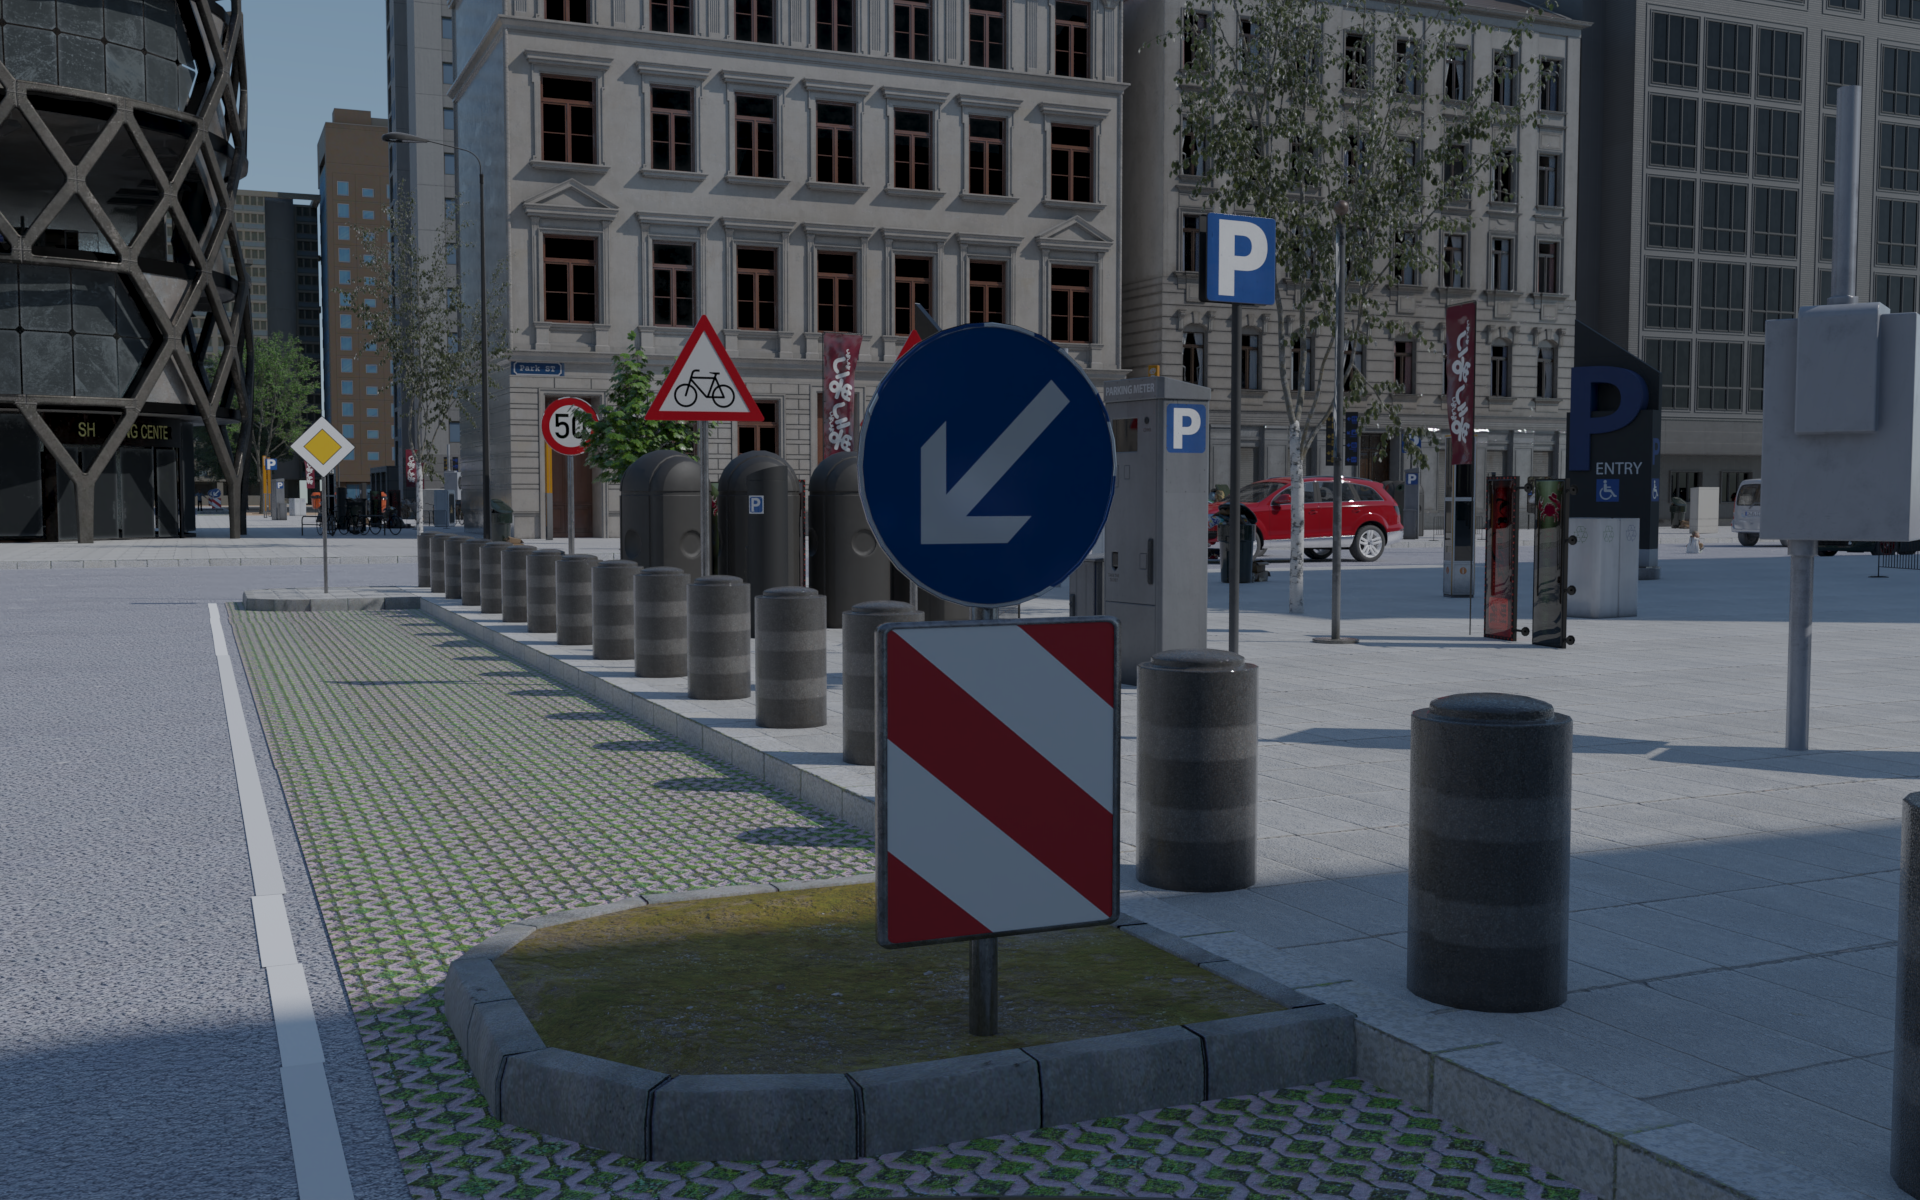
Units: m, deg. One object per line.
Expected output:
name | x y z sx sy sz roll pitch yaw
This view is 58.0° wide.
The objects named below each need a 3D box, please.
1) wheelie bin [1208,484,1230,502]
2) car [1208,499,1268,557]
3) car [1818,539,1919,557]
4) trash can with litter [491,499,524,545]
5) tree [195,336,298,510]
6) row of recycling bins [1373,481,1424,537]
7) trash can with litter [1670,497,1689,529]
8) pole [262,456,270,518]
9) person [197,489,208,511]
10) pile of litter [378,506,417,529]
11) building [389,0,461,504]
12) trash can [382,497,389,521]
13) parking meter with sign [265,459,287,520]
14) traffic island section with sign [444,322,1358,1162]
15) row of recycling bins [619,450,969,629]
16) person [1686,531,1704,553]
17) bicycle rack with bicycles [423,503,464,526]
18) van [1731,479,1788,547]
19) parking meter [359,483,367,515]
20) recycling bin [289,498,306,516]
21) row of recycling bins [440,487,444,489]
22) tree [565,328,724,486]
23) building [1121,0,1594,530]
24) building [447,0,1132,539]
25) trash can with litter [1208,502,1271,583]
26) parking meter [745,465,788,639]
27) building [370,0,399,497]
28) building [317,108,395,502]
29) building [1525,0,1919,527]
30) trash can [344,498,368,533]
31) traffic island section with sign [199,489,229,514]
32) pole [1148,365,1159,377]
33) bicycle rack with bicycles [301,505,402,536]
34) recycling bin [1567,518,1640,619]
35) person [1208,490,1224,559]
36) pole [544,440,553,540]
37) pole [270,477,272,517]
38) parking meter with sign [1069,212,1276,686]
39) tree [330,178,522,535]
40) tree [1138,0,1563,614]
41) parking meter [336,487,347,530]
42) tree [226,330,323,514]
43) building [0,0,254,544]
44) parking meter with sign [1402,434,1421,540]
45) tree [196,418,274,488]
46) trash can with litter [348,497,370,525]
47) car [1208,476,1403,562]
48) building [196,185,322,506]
wheelie bin | 8.452 -2.952 56.166 0.980 1.594 0.693 -3 5 -45
car | 5.086 -1.707 39.703 4.920 1.459 2.131 -1 4 -22
car | 21.160 -1.803 39.259 4.222 1.686 2.009 -2 4 -23
trash can with litter | -10.335 -1.726 39.614 1.055 1.170 0.624 3 4 37
tree | -57.966 -14.265 139.881 9.857 13.997 8.962 0 3 0
row of recycling bins | 13.391 -2.854 53.776 1.069 1.692 3.534 -1 4 -10
trash can with litter | 26.767 -3.226 64.126 0.624 1.170 1.055 -1 4 -12
pole | -37.102 -6.030 92.427 0.158 3.312 0.155 0 3 0
person | -63.131 -8.278 143.832 1.348 1.826 0.705 -3 5 -39
pile of litter | -21.129 -3.107 64.768 1.719 0.858 1.176 3 4 36
building | -32.412 -36.116 132.488 21.231 58.520 28.212 -2 4 -24
trash can | -29.998 -4.841 90.799 0.748 1.137 0.748 0 3 0
parking meter with sign | -33.467 -5.422 84.905 0.543 3.016 1.738 -3 5 -40
traffic island section with sign | -0.327 0.241 4.694 1.989 1.847 2.006 -2 4 -24
row of recycling bins | -1.489 -0.589 16.749 3.534 1.692 1.069 -2 4 -23
person | 17.744 -1.397 41.810 0.381 0.543 0.357 3 4 36
bicycle rack with bicycles | -20.856 -3.515 70.858 2.852 0.926 2.925 -2 4 -25
van | 23.306 -2.489 47.707 4.112 2.044 2.013 -1 4 -23
parking meter | -31.241 -5.194 90.640 0.255 1.863 0.399 -3 5 -40
recycling bin | -38.891 -5.451 101.670 0.722 1.027 0.722 3 5 44
row of recycling bins | -29.094 -5.734 100.861 3.534 1.692 1.069 2 4 31
tree | -3.893 -1.578 20.404 1.663 3.219 1.824 0 3 0
building | 12.869 -13.181 64.667 18.267 20.994 9.793 -2 4 -24
building | -5.755 -13.502 56.921 21.152 22.565 11.583 -2 4 -24
trash can with litter | 4.093 -0.847 25.239 0.624 1.170 1.055 2 4 35
parking meter | -1.722 -0.432 15.480 0.372 1.533 0.369 0 3 0
building | -41.915 -43.868 155.488 20.563 71.187 20.611 -2 4 -24
building | -68.047 -34.012 206.212 14.200 45.320 14.600 -2 4 -24
building | 31.893 -17.205 74.814 24.014 27.812 14.314 -2 4 -24
trash can | -19.754 -2.753 56.666 0.748 1.137 0.748 0 3 0
traffic island section with sign | -54.231 -7.180 126.024 1.989 1.847 2.006 -2 4 -24
pole | 3.071 -2.061 27.533 0.158 3.312 0.155 0 3 0
bicycle rack with bicycles | -19.177 -2.482 53.961 2.925 0.926 2.852 3 5 41
recycling bin | 6.628 -0.347 18.235 0.722 1.027 0.722 -2 4 -33
person | 5.759 -1.659 38.161 0.613 1.512 0.480 -3 4 -37
pole | -11.398 -3.310 47.967 0.158 3.312 0.155 0 3 0
pole | -38.694 -6.311 97.024 0.158 3.312 0.155 0 3 0
parking meter with sign | 1.330 -0.941 11.654 0.543 3.016 1.738 -2 4 -30
tree | -12.772 -5.576 41.537 4.360 8.622 3.978 0 3 0
tree | 3.740 -4.148 18.189 4.360 8.622 3.978 0 3 0
parking meter | -22.298 -3.307 62.480 0.372 1.533 0.369 0 3 0
tree | -44.481 -11.274 110.090 9.928 11.665 9.643 0 3 0
building | -29.531 -11.155 49.836 16.811 18.784 16.820 -2 4 -24
parking meter with sign | 12.900 -3.259 49.539 0.543 3.016 1.738 1 4 14
tree | -70.164 -15.277 166.783 9.611 12.733 9.660 0 3 0
trash can with litter | -24.717 -3.660 71.226 1.055 1.170 0.624 -2 4 -27
car | 6.889 -1.719 36.782 5.304 1.827 2.281 -2 4 -24
building | -89.003 -31.476 206.517 23.993 40.220 32.217 -2 4 -24
